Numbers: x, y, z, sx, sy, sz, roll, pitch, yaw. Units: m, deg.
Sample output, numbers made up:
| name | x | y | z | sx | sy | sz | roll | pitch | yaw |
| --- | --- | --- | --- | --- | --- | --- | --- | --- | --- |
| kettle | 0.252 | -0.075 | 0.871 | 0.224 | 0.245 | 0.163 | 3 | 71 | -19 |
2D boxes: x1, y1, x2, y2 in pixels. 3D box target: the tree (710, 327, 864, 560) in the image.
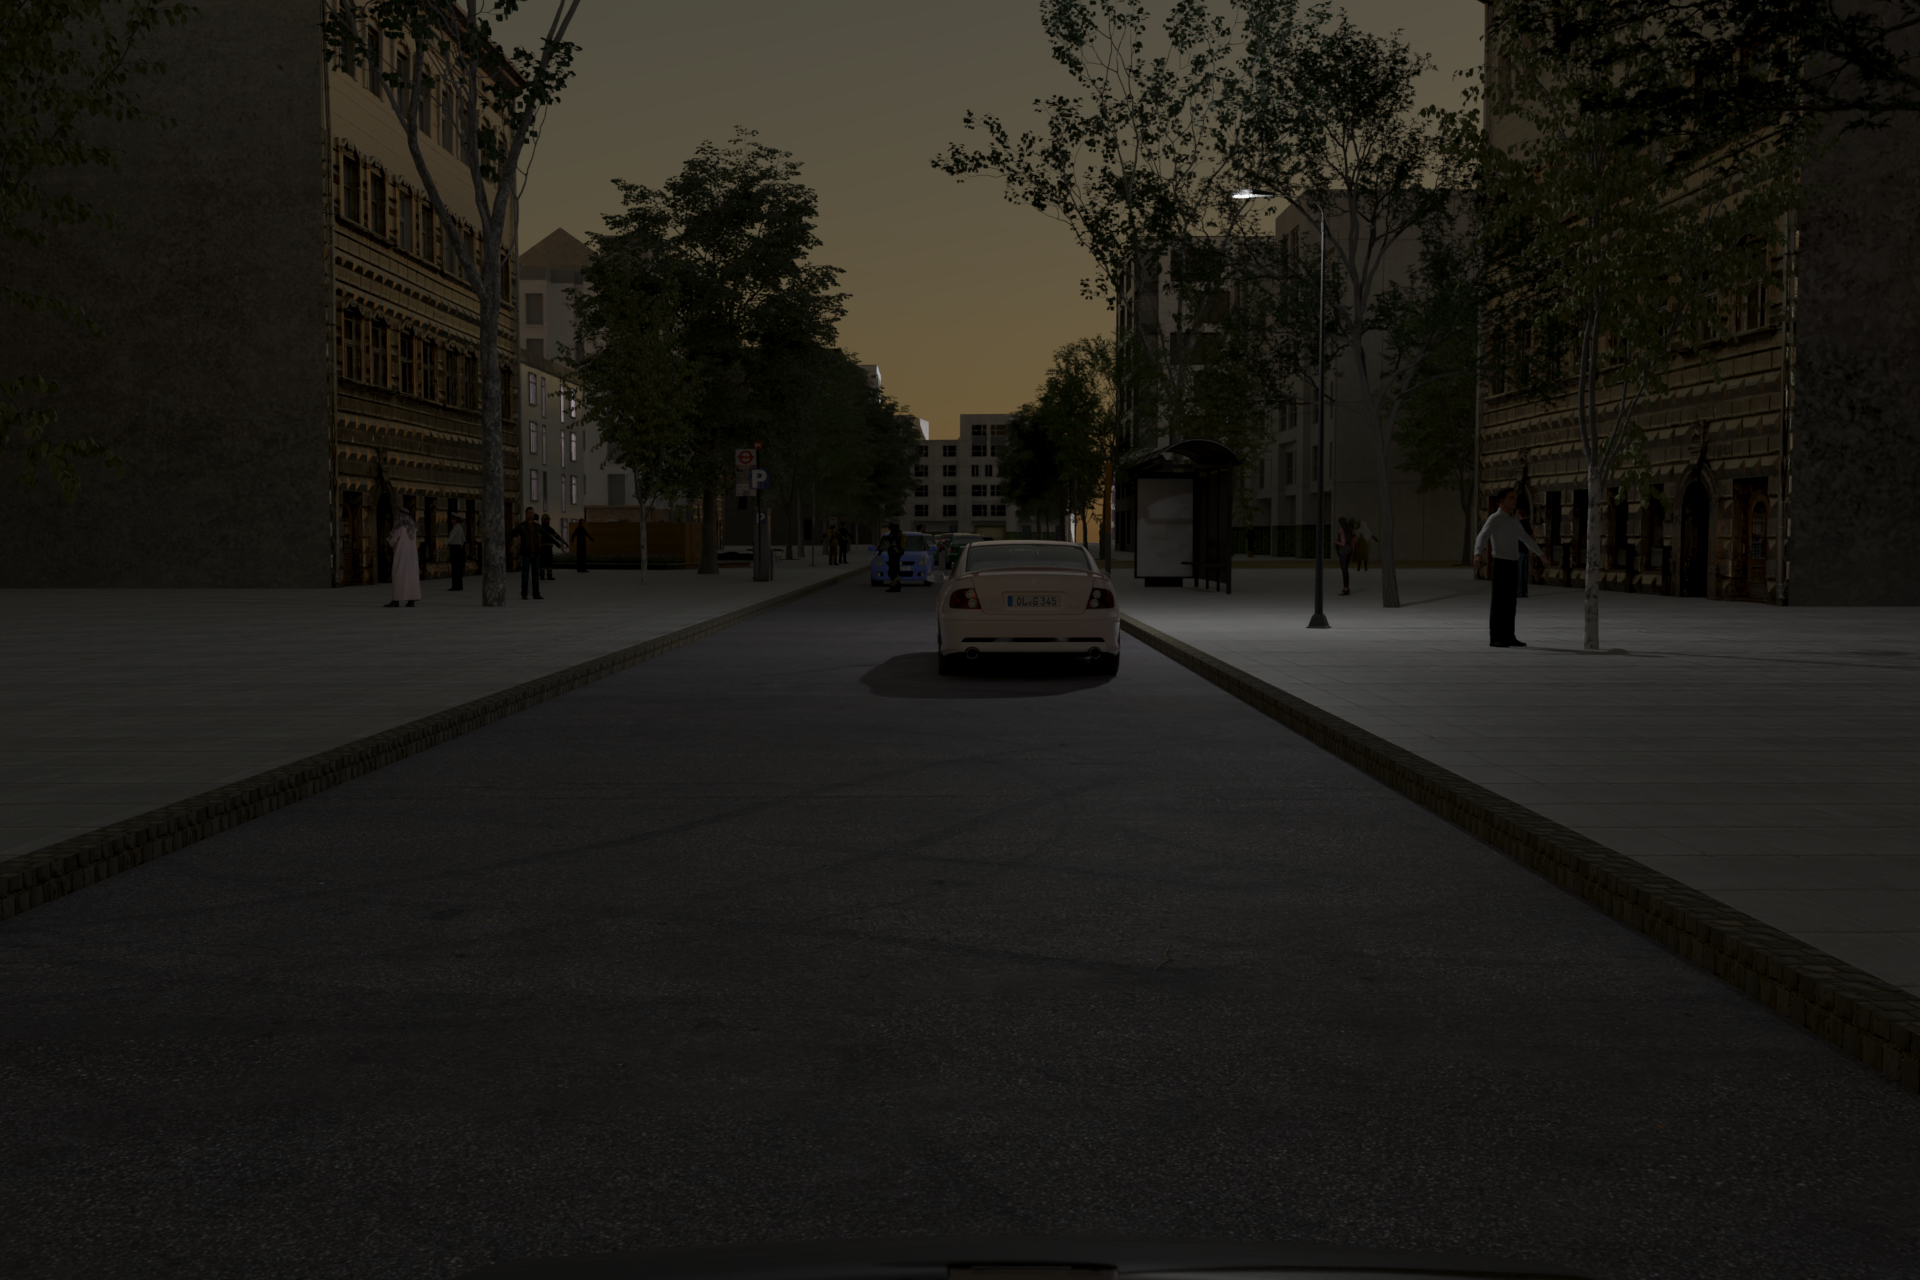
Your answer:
| name | x | y | z | sx | sy | sz | roll | pitch | yaw |
| --- | --- | --- | --- | --- | --- | --- | --- | --- | --- |
| tree | -8.521 | -9.740 | 85.003 | 9.928 | 11.665 | 9.643 | 0 | 3 | 0 |

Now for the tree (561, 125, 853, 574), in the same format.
| name | x | y | z | sx | sy | sz | roll | pitch | yaw |
| --- | --- | --- | --- | --- | --- | --- | --- | --- | --- |
| tree | -8.153 | -9.105 | 55.530 | 9.857 | 13.997 | 8.962 | 0 | 3 | 0 |

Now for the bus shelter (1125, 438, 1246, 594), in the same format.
| name | x | y | z | sx | sy | sz | roll | pitch | yaw |
| --- | --- | --- | --- | --- | --- | --- | --- | --- | --- |
| bus shelter | 5.012 | -2.776 | 39.315 | 2.014 | 3.302 | 5.546 | 0 | 4 | 0 |

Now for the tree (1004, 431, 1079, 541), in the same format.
| name | x | y | z | sx | sy | sz | roll | pitch | yaw |
| --- | --- | --- | --- | --- | --- | --- | --- | --- | --- |
| tree | 7.179 | -12.957 | 146.257 | 7.601 | 10.594 | 8.767 | 0 | 4 | -1 |

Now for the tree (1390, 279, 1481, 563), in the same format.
| name | x | y | z | sx | sy | sz | roll | pitch | yaw |
| --- | --- | --- | --- | --- | --- | --- | --- | --- | --- |
| tree | 23.026 | -9.749 | 77.517 | 7.486 | 12.596 | 7.792 | 0 | 3 | 0 |

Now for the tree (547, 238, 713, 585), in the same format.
| name | x | y | z | sx | sy | sz | roll | pitch | yaw |
| --- | --- | --- | --- | --- | --- | --- | --- | --- | --- |
| tree | -7.988 | -5.669 | 43.049 | 4.737 | 8.622 | 4.395 | 0 | 3 | 0 |

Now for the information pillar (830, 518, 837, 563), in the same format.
| name | x | y | z | sx | sy | sz | roll | pitch | yaw |
| --- | --- | --- | --- | --- | --- | --- | --- | --- | --- |
| information pillar | -5.698 | -4.497 | 78.010 | 0.304 | 2.012 | 0.304 | 0 | 4 | 0 |

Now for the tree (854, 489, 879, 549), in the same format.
| name | x | y | z | sx | sy | sz | roll | pitch | yaw |
| --- | --- | --- | --- | --- | --- | --- | --- | --- | --- |
| tree | -8.579 | -12.004 | 146.624 | 4.737 | 8.622 | 4.395 | 0 | 3 | 0 |

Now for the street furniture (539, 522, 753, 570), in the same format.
| name | x | y | z | sx | sy | sz | roll | pitch | yaw |
| --- | --- | --- | --- | --- | --- | --- | --- | --- | --- |
| street furniture | -13.180 | -3.598 | 65.682 | 9.812 | 1.723 | 11.010 | 1 | 4 | 23 |

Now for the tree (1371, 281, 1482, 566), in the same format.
| name | x | y | z | sx | sy | sz | roll | pitch | yaw |
| --- | --- | --- | --- | --- | --- | --- | --- | --- | --- |
| tree | 20.332 | -8.777 | 69.264 | 9.928 | 11.665 | 9.643 | 0 | 3 | 0 |

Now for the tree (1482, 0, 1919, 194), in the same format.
| name | x | y | z | sx | sy | sz | roll | pitch | yaw |
| --- | --- | --- | --- | --- | --- | --- | --- | --- | --- |
| tree | 6.572 | -4.613 | 9.829 | 7.601 | 10.594 | 8.767 | 1 | 4 | 23 |

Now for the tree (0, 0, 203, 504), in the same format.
| name | x | y | z | sx | sy | sz | roll | pitch | yaw |
| --- | --- | --- | --- | --- | --- | --- | --- | --- | --- |
| tree | -7.970 | -3.814 | 12.715 | 4.737 | 8.622 | 4.395 | 0 | 3 | 0 |

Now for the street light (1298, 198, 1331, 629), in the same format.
| name | x | y | z | sx | sy | sz | roll | pitch | yaw |
| --- | --- | --- | --- | --- | --- | --- | --- | --- | --- |
| street light | 5.428 | -3.111 | 23.407 | 1.470 | 5.913 | 1.316 | 0 | 4 | 0 |

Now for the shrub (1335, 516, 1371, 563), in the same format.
| name | x | y | z | sx | sy | sz | roll | pitch | yaw |
| --- | --- | --- | --- | --- | --- | --- | --- | --- | --- |
| shrub | 17.661 | -4.516 | 77.877 | 1.661 | 2.075 | 1.752 | 0 | 3 | 0 |

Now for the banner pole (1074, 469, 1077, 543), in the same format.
| name | x | y | z | sx | sy | sz | roll | pitch | yaw |
| --- | --- | --- | --- | --- | --- | --- | --- | --- | --- |
| banner pole | 4.436 | -4.671 | 66.387 | 0.401 | 3.779 | 0.863 | 0 | 4 | -1 |

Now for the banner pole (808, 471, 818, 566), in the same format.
| name | x | y | z | sx | sy | sz | roll | pitch | yaw |
| --- | --- | --- | --- | --- | --- | --- | --- | --- | --- |
| banner pole | -5.873 | -4.853 | 69.356 | 0.401 | 3.779 | 0.863 | 0 | 4 | 1 |

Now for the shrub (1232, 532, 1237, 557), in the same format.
| name | x | y | z | sx | sy | sz | roll | pitch | yaw |
| --- | --- | --- | --- | --- | --- | --- | --- | --- | --- |
| shrub | 11.806 | -4.547 | 78.761 | 1.690 | 2.028 | 1.600 | 0 | 3 | 0 |

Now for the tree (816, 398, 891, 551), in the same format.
| name | x | y | z | sx | sy | sz | roll | pitch | yaw |
| --- | --- | --- | --- | --- | --- | --- | --- | --- | --- |
| tree | -8.985 | -13.114 | 132.544 | 7.486 | 12.596 | 7.792 | 0 | 3 | 0 |

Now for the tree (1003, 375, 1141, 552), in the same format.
| name | x | y | z | sx | sy | sz | roll | pitch | yaw |
| --- | --- | --- | --- | --- | --- | --- | --- | --- | --- |
| tree | 6.747 | -9.846 | 95.393 | 7.601 | 10.594 | 8.767 | 3 | 4 | 39 |

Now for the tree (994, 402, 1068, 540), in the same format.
| name | x | y | z | sx | sy | sz | roll | pitch | yaw |
| --- | --- | --- | --- | --- | --- | --- | --- | --- | --- |
| tree | 7.628 | -15.822 | 165.347 | 9.857 | 13.997 | 8.962 | 0 | 3 | 0 |

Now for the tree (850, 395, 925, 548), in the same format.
| name | x | y | z | sx | sy | sz | roll | pitch | yaw |
| --- | --- | --- | --- | --- | --- | --- | --- | --- | --- |
| tree | -7.937 | -15.473 | 159.642 | 9.857 | 13.997 | 8.962 | 0 | 3 | 0 |

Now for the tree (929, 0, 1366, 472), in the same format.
| name | x | y | z | sx | sy | sz | roll | pitch | yaw |
| --- | --- | --- | --- | --- | --- | --- | --- | --- | --- |
| tree | 5.759 | -12.243 | 56.069 | 12.611 | 20.169 | 13.585 | 0 | 3 | 0 |

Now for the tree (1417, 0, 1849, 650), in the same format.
| name | x | y | z | sx | sy | sz | roll | pitch | yaw |
| --- | --- | --- | --- | --- | --- | --- | --- | --- | --- |
| tree | 7.251 | -4.194 | 18.940 | 4.737 | 8.622 | 4.395 | 0 | 3 | 0 |

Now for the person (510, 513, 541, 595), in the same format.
| name | x | y | z | sx | sy | sz | roll | pitch | yaw |
| --- | --- | --- | --- | --- | --- | --- | --- | --- | --- |
| person | -9.171 | -1.826 | 36.631 | 0.721 | 1.739 | 1.217 | 1 | 4 | 14 |

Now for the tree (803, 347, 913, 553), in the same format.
| name | x | y | z | sx | sy | sz | roll | pitch | yaw |
| --- | --- | --- | --- | --- | --- | --- | --- | --- | --- |
| tree | -7.809 | -12.883 | 117.291 | 9.857 | 13.997 | 8.962 | 0 | 3 | 0 |

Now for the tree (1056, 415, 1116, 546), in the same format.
| name | x | y | z | sx | sy | sz | roll | pitch | yaw |
| --- | --- | --- | --- | --- | --- | --- | --- | --- | --- |
| tree | 7.617 | -9.512 | 105.876 | 4.737 | 8.622 | 4.395 | 0 | 3 | 0 |

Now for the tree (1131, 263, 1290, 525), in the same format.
| name | x | y | z | sx | sy | sz | roll | pitch | yaw |
| --- | --- | --- | --- | --- | --- | --- | --- | --- | --- |
| tree | 6.909 | -5.853 | 46.065 | 4.737 | 8.622 | 4.395 | 0 | 3 | 0 |

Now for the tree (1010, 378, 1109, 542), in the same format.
| name | x | y | z | sx | sy | sz | roll | pitch | yaw |
| --- | --- | --- | --- | --- | --- | --- | --- | --- | --- |
| tree | 7.329 | -12.668 | 125.247 | 7.486 | 12.596 | 7.792 | 0 | 3 | 0 |

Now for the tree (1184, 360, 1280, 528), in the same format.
| name | x | y | z | sx | sy | sz | roll | pitch | yaw |
| --- | --- | --- | --- | --- | --- | --- | --- | --- | --- |
| tree | 10.965 | -7.486 | 72.764 | 4.737 | 8.622 | 4.395 | 0 | 3 | 0 |

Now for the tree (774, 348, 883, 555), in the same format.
| name | x | y | z | sx | sy | sz | roll | pitch | yaw |
| --- | --- | --- | --- | --- | --- | --- | --- | --- | --- |
| tree | -8.482 | -11.462 | 105.536 | 7.486 | 12.596 | 7.792 | 0 | 3 | 0 |

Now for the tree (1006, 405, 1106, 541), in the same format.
| name | x | y | z | sx | sy | sz | roll | pitch | yaw |
| --- | --- | --- | --- | --- | --- | --- | --- | --- | --- |
| tree | 6.556 | -11.121 | 116.239 | 7.601 | 10.594 | 8.767 | 0 | 4 | -6 |

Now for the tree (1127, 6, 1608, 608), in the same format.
| name | x | y | z | sx | sy | sz | roll | pitch | yaw |
| --- | --- | --- | --- | --- | --- | --- | --- | --- | --- |
| tree | 7.453 | -5.865 | 30.301 | 8.767 | 10.594 | 7.601 | -1 | 4 | -19 |

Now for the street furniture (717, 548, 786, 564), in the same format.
| name | x | y | z | sx | sy | sz | roll | pitch | yaw |
| --- | --- | --- | --- | --- | --- | --- | --- | --- | --- |
| street furniture | -12.750 | -3.816 | 78.013 | 10.072 | 0.657 | 5.734 | 1 | 4 | 22 |

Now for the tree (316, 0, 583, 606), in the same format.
| name | x | y | z | sx | sy | sz | roll | pitch | yaw |
| --- | --- | --- | --- | --- | --- | --- | --- | --- | --- |
| tree | -9.757 | -10.652 | 30.044 | 12.611 | 20.169 | 13.585 | 0 | 3 | 0 |

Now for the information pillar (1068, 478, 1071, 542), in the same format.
| name | x | y | z | sx | sy | sz | roll | pitch | yaw |
| --- | --- | --- | --- | --- | --- | --- | --- | --- | --- |
| information pillar | 4.600 | -4.974 | 72.674 | 0.183 | 3.616 | 0.504 | 0 | 4 | -1 |

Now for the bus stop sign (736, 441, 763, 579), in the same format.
| name | x | y | z | sx | sy | sz | roll | pitch | yaw |
| --- | --- | --- | --- | --- | --- | --- | --- | --- | --- |
| bus stop sign | -5.984 | -3.725 | 49.599 | 0.855 | 3.939 | 0.416 | 0 | 4 | -1 |

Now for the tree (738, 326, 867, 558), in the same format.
| name | x | y | z | sx | sy | sz | roll | pitch | yaw |
| --- | --- | --- | --- | --- | --- | --- | --- | --- | --- |
| tree | -9.050 | -10.735 | 93.636 | 7.486 | 12.596 | 7.792 | 0 | 3 | 0 |

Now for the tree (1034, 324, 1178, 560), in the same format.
| name | x | y | z | sx | sy | sz | roll | pitch | yaw |
| --- | --- | --- | --- | --- | --- | --- | --- | --- | --- |
| tree | 7.270 | -9.750 | 85.164 | 9.928 | 11.665 | 9.643 | 0 | 3 | 0 |
